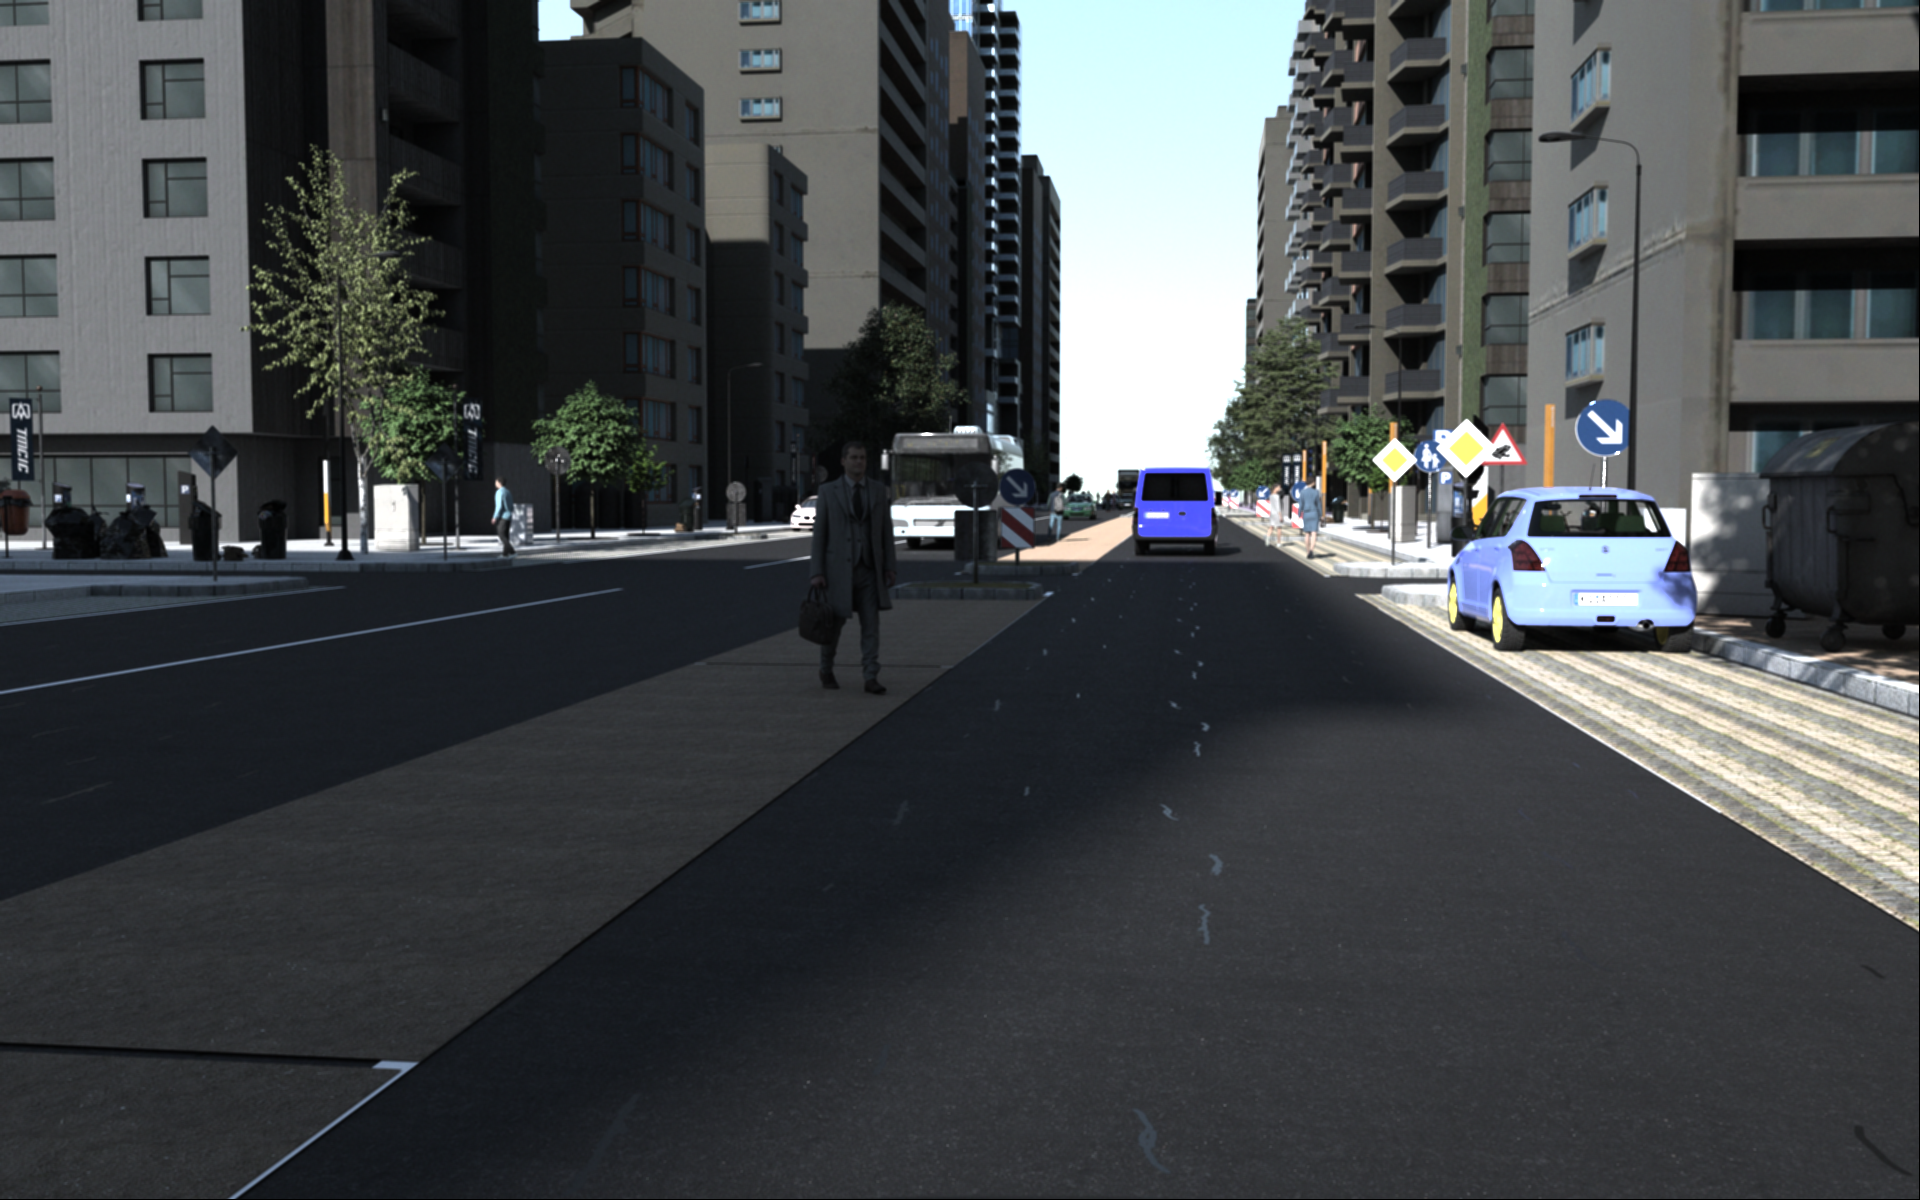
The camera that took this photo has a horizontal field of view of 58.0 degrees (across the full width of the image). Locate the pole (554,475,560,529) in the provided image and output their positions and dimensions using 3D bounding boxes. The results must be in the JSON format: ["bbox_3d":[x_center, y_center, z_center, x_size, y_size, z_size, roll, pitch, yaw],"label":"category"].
[{"bbox_3d":[-14.777,-4.259,63.480,0.158,3.312,0.155,0,3,0],"label":"pole"}]

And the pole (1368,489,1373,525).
[{"bbox_3d":[17.288,-4.831,72.836,0.158,3.312,0.155,0,3,0],"label":"pole"}]

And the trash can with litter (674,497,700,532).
[{"bbox_3d":[-9.215,-2.869,58.298,0.624,1.170,1.055,1,4,11],"label":"trash can with litter"}]

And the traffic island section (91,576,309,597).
[{"bbox_3d":[-10.982,-0.196,25.493,2.009,0.180,2.903,0,4,7],"label":"traffic island section"}]

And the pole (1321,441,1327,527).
[{"bbox_3d":[13.987,-4.450,66.600,0.158,3.312,0.155,0,3,0],"label":"pole"}]

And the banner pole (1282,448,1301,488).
[{"bbox_3d":[17.935,-6.377,94.283,0.863,3.779,0.401,0,4,-6],"label":"banner pole"}]

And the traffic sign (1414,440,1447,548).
[{"bbox_3d":[11.062,-2.489,40.794,0.768,2.556,0.104,1,4,9],"label":"traffic sign"}]

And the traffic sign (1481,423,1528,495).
[{"bbox_3d":[9.907,-1.938,31.689,0.884,2.594,0.081,1,4,15],"label":"traffic sign"}]

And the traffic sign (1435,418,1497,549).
[{"bbox_3d":[6.734,-1.190,23.101,0.795,2.450,0.064,0,4,7],"label":"traffic sign"}]

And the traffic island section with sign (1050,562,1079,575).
[{"bbox_3d":[1.115,-1.436,31.622,2.006,1.907,1.989,0,4,7],"label":"traffic island section with sign"}]

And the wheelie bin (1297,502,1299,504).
[{"bbox_3d":[17.438,-4.887,87.805,0.693,1.594,0.980,1,4,23],"label":"wheelie bin"}]

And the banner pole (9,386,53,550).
[{"bbox_3d":[-21.421,-3.053,39.927,0.863,3.779,0.401,-3,4,-39],"label":"banner pole"}]

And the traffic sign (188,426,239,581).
[{"bbox_3d":[-10.957,-1.332,25.429,0.795,2.450,0.064,0,4,7],"label":"traffic sign"}]

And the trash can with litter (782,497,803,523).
[{"bbox_3d":[-7.416,-3.988,76.583,1.055,1.170,0.624,0,4,-6],"label":"trash can with litter"}]

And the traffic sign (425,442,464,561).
[{"bbox_3d":[-9.921,-1.817,33.346,0.795,2.450,0.064,0,4,7],"label":"traffic sign"}]

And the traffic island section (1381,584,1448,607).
[{"bbox_3d":[6.758,-0.055,23.175,2.009,0.180,2.903,0,4,7],"label":"traffic island section"}]

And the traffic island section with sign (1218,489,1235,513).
[{"bbox_3d":[20.344,-7.387,129.403,1.989,1.847,2.006,0,4,7],"label":"traffic island section with sign"}]

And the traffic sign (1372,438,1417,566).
[{"bbox_3d":[7.770,-1.674,31.019,0.795,2.450,0.064,0,4,7],"label":"traffic sign"}]

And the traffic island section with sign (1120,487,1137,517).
[{"bbox_3d":[10.857,-5.993,106.129,2.006,1.907,1.989,0,4,7],"label":"traffic island section with sign"}]

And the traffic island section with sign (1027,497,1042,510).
[{"bbox_3d":[6.485,-9.194,158.943,1.989,1.847,2.006,0,4,7],"label":"traffic island section with sign"}]

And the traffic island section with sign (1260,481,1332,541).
[{"bbox_3d":[10.408,-2.746,53.527,1.989,1.847,2.006,0,4,7],"label":"traffic island section with sign"}]

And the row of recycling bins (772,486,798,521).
[{"bbox_3d":[-8.779,-4.786,85.362,1.069,1.692,3.534,1,4,14],"label":"row of recycling bins"}]

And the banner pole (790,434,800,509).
[{"bbox_3d":[-6.843,-5.023,72.149,0.401,3.779,0.863,2,4,25],"label":"banner pole"}]

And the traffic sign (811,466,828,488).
[{"bbox_3d":[-6.311,-4.737,77.563,0.768,2.556,0.104,1,4,9],"label":"traffic sign"}]

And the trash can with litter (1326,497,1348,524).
[{"bbox_3d":[16.354,-3.915,75.404,1.055,1.170,0.624,-3,4,-38],"label":"trash can with litter"}]

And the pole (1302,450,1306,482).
[{"bbox_3d":[15.999,-5.302,80.523,0.158,3.312,0.155,0,3,0],"label":"pole"}]

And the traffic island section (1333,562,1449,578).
[{"bbox_3d":[7.794,-0.539,31.093,2.009,0.180,2.903,0,4,7],"label":"traffic island section"}]

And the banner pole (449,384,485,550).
[{"bbox_3d":[-11.314,-3.039,39.698,0.863,3.779,0.401,-3,4,-36],"label":"banner pole"}]

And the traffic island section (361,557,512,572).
[{"bbox_3d":[-9.945,-0.681,33.411,2.009,0.180,2.903,0,4,7],"label":"traffic island section"}]

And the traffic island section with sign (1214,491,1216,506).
[{"bbox_3d":[23.838,-9.022,156.132,1.989,1.847,2.006,0,4,7],"label":"traffic island section with sign"}]

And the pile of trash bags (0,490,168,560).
[{"bbox_3d":[-17.722,-1.531,34.784,3.447,1.369,1.912,1,4,9],"label":"pile of trash bags"}]

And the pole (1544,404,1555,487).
[{"bbox_3d":[13.409,-2.789,39.445,0.158,3.312,0.155,0,3,0],"label":"pole"}]

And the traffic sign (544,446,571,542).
[{"bbox_3d":[-10.673,-2.802,45.926,0.768,2.556,0.104,1,4,13],"label":"traffic sign"}]

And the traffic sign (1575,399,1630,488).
[{"bbox_3d":[8.688,-1.423,23.375,0.768,2.556,0.104,1,4,14],"label":"traffic sign"}]

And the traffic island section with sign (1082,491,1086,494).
[{"bbox_3d":[17.239,-14.218,241.089,1.989,1.847,2.006,0,4,7],"label":"traffic island section with sign"}]

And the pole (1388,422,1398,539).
[{"bbox_3d":[12.300,-3.387,49.215,0.158,3.312,0.155,0,3,0],"label":"pole"}]

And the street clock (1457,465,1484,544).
[{"bbox_3d":[9.663,-1.728,32.825,0.471,2.002,0.358,1,4,10],"label":"street clock"}]

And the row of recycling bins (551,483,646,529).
[{"bbox_3d":[-13.442,-3.503,64.382,3.534,1.692,1.069,0,4,-5],"label":"row of recycling bins"}]

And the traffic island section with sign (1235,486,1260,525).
[{"bbox_3d":[13.903,-4.381,80.255,1.989,1.847,2.006,0,4,7],"label":"traffic island section with sign"}]

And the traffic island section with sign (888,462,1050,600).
[{"bbox_3d":[0.144,-0.987,24.279,2.006,1.907,1.989,0,4,7],"label":"traffic island section with sign"}]

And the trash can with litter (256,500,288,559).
[{"bbox_3d":[-13.713,-1.396,34.218,1.055,1.170,0.624,3,5,45],"label":"trash can with litter"}]

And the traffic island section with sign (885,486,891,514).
[{"bbox_3d":[-3.564,-4.500,82.210,1.989,1.847,2.006,0,4,7],"label":"traffic island section with sign"}]

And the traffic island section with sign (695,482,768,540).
[{"bbox_3d":[-7.165,-2.820,54.734,1.989,1.847,2.006,0,4,7],"label":"traffic island section with sign"}]

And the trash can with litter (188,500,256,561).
[{"bbox_3d":[-14.215,-1.335,33.221,1.055,1.170,0.624,0,4,-3],"label":"trash can with litter"}]

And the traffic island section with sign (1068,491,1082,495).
[{"bbox_3d":[13.737,-12.583,214.362,1.989,1.847,2.006,0,4,7],"label":"traffic island section with sign"}]

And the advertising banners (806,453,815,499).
[{"bbox_3d":[-6.439,-4.800,74.669,0.090,3.025,2.074,-1,4,-14],"label":"advertising banners"}]
